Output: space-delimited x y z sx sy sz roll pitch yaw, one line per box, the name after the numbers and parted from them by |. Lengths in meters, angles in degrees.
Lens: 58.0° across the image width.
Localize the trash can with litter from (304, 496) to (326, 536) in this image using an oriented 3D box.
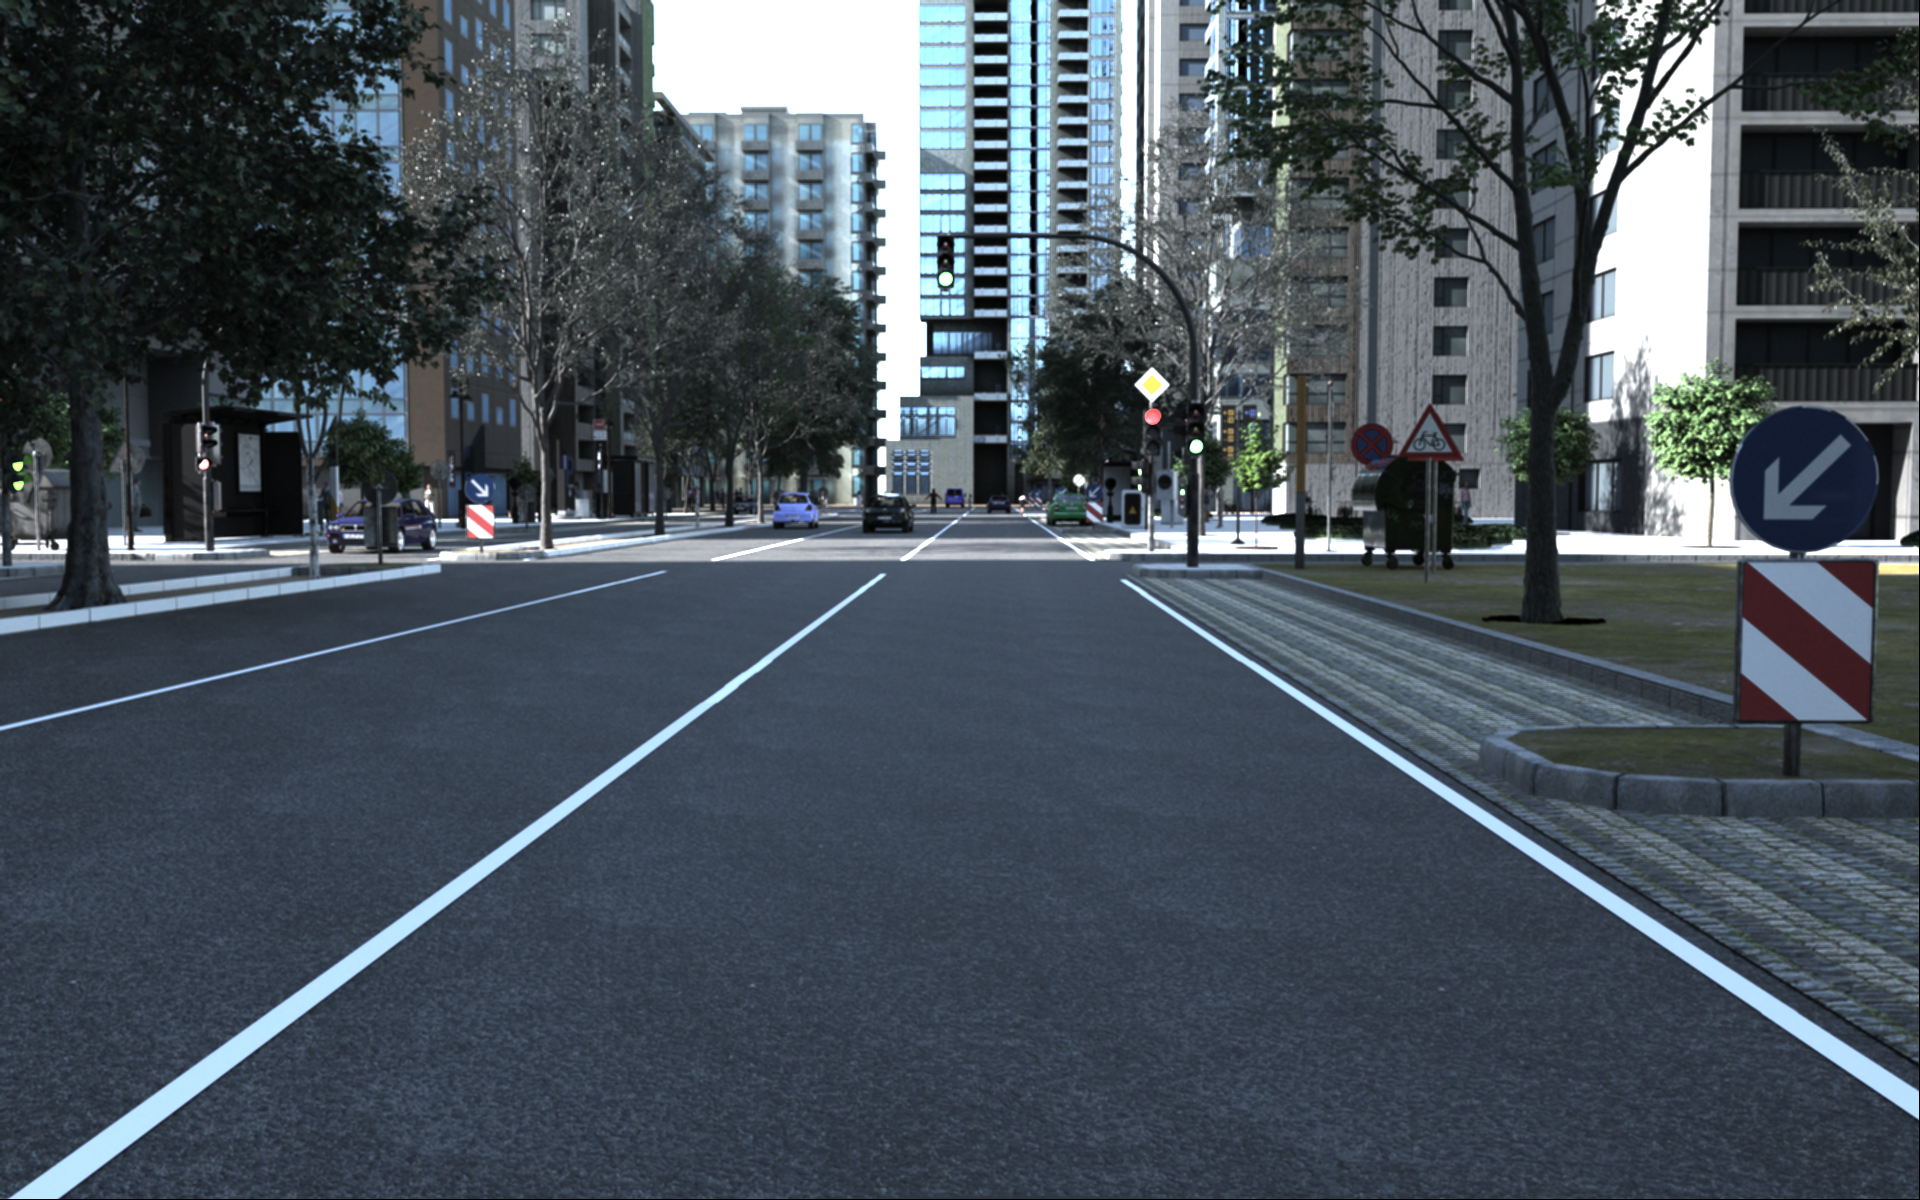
-19.669 -2.614 53.802 1.678 1.210 2.233 0 4 3 | trash can with litter

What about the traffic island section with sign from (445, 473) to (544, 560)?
-10.456 -1.854 38.443 2.006 1.907 1.989 0 4 1 | traffic island section with sign

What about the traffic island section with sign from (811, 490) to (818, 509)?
-14.105 -9.725 167.623 1.989 1.847 2.006 0 4 1 | traffic island section with sign

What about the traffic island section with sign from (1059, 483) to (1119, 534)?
4.739 -3.334 63.138 1.989 1.847 2.006 0 4 1 | traffic island section with sign

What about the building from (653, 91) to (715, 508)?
-36.655 -28.930 164.890 23.993 40.220 32.217 0 4 1 | building

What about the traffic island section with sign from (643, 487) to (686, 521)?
-15.547 -5.060 91.359 1.989 1.847 2.006 0 4 1 | traffic island section with sign

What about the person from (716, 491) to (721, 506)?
-26.100 -11.001 187.386 0.593 1.643 0.415 -1 4 -17 | person

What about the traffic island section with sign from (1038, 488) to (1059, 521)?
5.281 -5.077 91.643 1.989 1.847 2.006 0 4 1 | traffic island section with sign

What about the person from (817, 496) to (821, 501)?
-14.380 -10.111 177.038 0.599 1.433 0.991 -2 4 -24 | person

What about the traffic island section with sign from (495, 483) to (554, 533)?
-16.071 -3.379 63.867 1.989 1.847 2.006 0 4 1 | traffic island section with sign

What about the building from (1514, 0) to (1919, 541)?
31.610 -37.724 55.048 20.611 71.187 20.563 0 4 1 | building

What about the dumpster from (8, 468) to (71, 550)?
-21.080 -2.096 40.029 1.264 1.857 1.865 0 4 1 | dumpster

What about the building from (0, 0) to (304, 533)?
-42.921 -28.948 62.541 28.713 52.752 27.495 0 4 1 | building

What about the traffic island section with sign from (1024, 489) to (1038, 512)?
6.192 -8.050 140.240 1.989 1.847 2.006 0 4 1 | traffic island section with sign

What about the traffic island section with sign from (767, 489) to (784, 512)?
-14.613 -8.076 140.673 1.989 1.847 2.006 0 4 1 | traffic island section with sign

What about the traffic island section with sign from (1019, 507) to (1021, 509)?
6.708 -9.698 167.190 1.989 1.847 2.006 0 4 1 | traffic island section with sign

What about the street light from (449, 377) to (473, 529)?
-18.417 -5.581 64.043 0.468 5.910 1.993 0 4 1 | street light

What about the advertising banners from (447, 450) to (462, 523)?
-20.229 -4.539 70.405 0.090 3.025 2.074 1 4 17 | advertising banners

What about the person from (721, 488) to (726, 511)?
-18.143 -7.684 132.587 0.530 1.710 0.541 3 4 36 | person

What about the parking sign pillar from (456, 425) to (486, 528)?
-18.713 -4.789 66.768 1.447 3.967 1.447 0 4 4 | parking sign pillar

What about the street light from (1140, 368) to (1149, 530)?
6.752 -5.477 62.334 0.468 5.910 1.993 0 4 1 | street light

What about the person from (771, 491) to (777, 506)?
-20.569 -11.254 193.324 1.217 1.723 0.721 1 4 12 | person

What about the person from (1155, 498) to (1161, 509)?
15.161 -7.475 131.489 0.991 1.433 0.599 1 4 13 | person

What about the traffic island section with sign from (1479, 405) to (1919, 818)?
3.703 0.004 8.568 1.989 1.847 2.006 0 4 1 | traffic island section with sign

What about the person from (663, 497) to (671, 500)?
-24.804 -8.476 144.757 1.348 1.807 0.705 -1 4 -23 | person

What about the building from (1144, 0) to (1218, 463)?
28.189 -38.146 165.680 21.231 58.520 28.212 0 4 1 | building

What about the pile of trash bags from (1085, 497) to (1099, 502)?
8.722 -5.871 105.745 1.912 1.369 3.447 -2 4 -28 | pile of trash bags

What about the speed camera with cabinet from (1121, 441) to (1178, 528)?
7.120 -4.329 65.109 2.038 3.252 0.660 2 4 24 | speed camera with cabinet

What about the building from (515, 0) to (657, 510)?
-32.013 -27.641 135.529 14.154 41.232 14.086 0 4 1 | building

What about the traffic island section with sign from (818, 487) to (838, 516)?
-9.038 -6.448 113.568 2.006 1.907 1.989 0 4 1 | traffic island section with sign

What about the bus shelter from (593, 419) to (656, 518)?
-18.533 -7.211 95.528 2.179 5.291 8.768 0 4 1 | bus shelter

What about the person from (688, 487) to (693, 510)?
-21.644 -8.151 139.176 0.599 1.838 0.709 3 5 43 | person

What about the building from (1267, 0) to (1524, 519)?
24.193 -19.867 96.526 14.160 30.474 14.107 0 4 1 | building

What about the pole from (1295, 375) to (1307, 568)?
5.872 -2.202 29.838 0.158 3.312 0.155 0 3 0 | pole

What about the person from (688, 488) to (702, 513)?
-18.465 -6.957 120.514 1.217 1.743 0.721 -1 4 -22 | person

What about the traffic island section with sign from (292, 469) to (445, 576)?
-10.607 -1.401 31.038 2.006 1.907 1.989 0 4 1 | traffic island section with sign

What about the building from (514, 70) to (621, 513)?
-32.439 -21.412 121.793 14.160 30.474 14.107 0 4 1 | building

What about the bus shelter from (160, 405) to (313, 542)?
-20.307 -3.528 48.970 1.731 3.624 6.357 0 4 1 | bus shelter

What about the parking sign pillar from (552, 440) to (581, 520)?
-19.714 -6.006 86.675 1.447 3.967 1.447 1 4 9 | parking sign pillar

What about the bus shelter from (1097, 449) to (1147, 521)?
7.552 -5.311 80.760 2.014 3.302 5.546 0 4 1 | bus shelter

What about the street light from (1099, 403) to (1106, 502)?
7.156 -6.998 87.208 0.468 5.910 1.993 0 4 1 | street light

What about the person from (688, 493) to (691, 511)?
-20.137 -7.278 128.264 0.421 1.427 0.697 -1 4 -17 | person

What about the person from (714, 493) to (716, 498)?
-23.511 -9.534 165.164 0.421 1.427 0.697 3 4 36 | person

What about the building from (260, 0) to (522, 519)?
-32.777 -27.123 93.566 14.600 45.320 14.200 0 4 1 | building

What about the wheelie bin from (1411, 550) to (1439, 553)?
10.186 -1.837 37.940 0.693 1.594 0.980 0 4 5 | wheelie bin

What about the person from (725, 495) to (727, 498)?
-23.470 -10.413 175.921 0.705 1.869 1.348 -3 4 -37 | person

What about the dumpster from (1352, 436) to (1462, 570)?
7.780 -1.694 30.185 1.502 2.255 1.985 0 4 1 | dumpster

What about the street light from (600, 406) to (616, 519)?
-18.021 -7.098 88.835 0.468 5.910 1.993 0 4 1 | street light

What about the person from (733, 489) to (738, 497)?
-23.556 -10.793 182.647 1.348 1.807 0.705 -3 5 -45 | person

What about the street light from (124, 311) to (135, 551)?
-18.880 -4.065 39.252 0.468 5.910 1.993 0 4 1 | street light

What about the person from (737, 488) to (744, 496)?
-17.754 -8.215 140.437 0.705 1.814 1.350 -3 5 -42 | person
